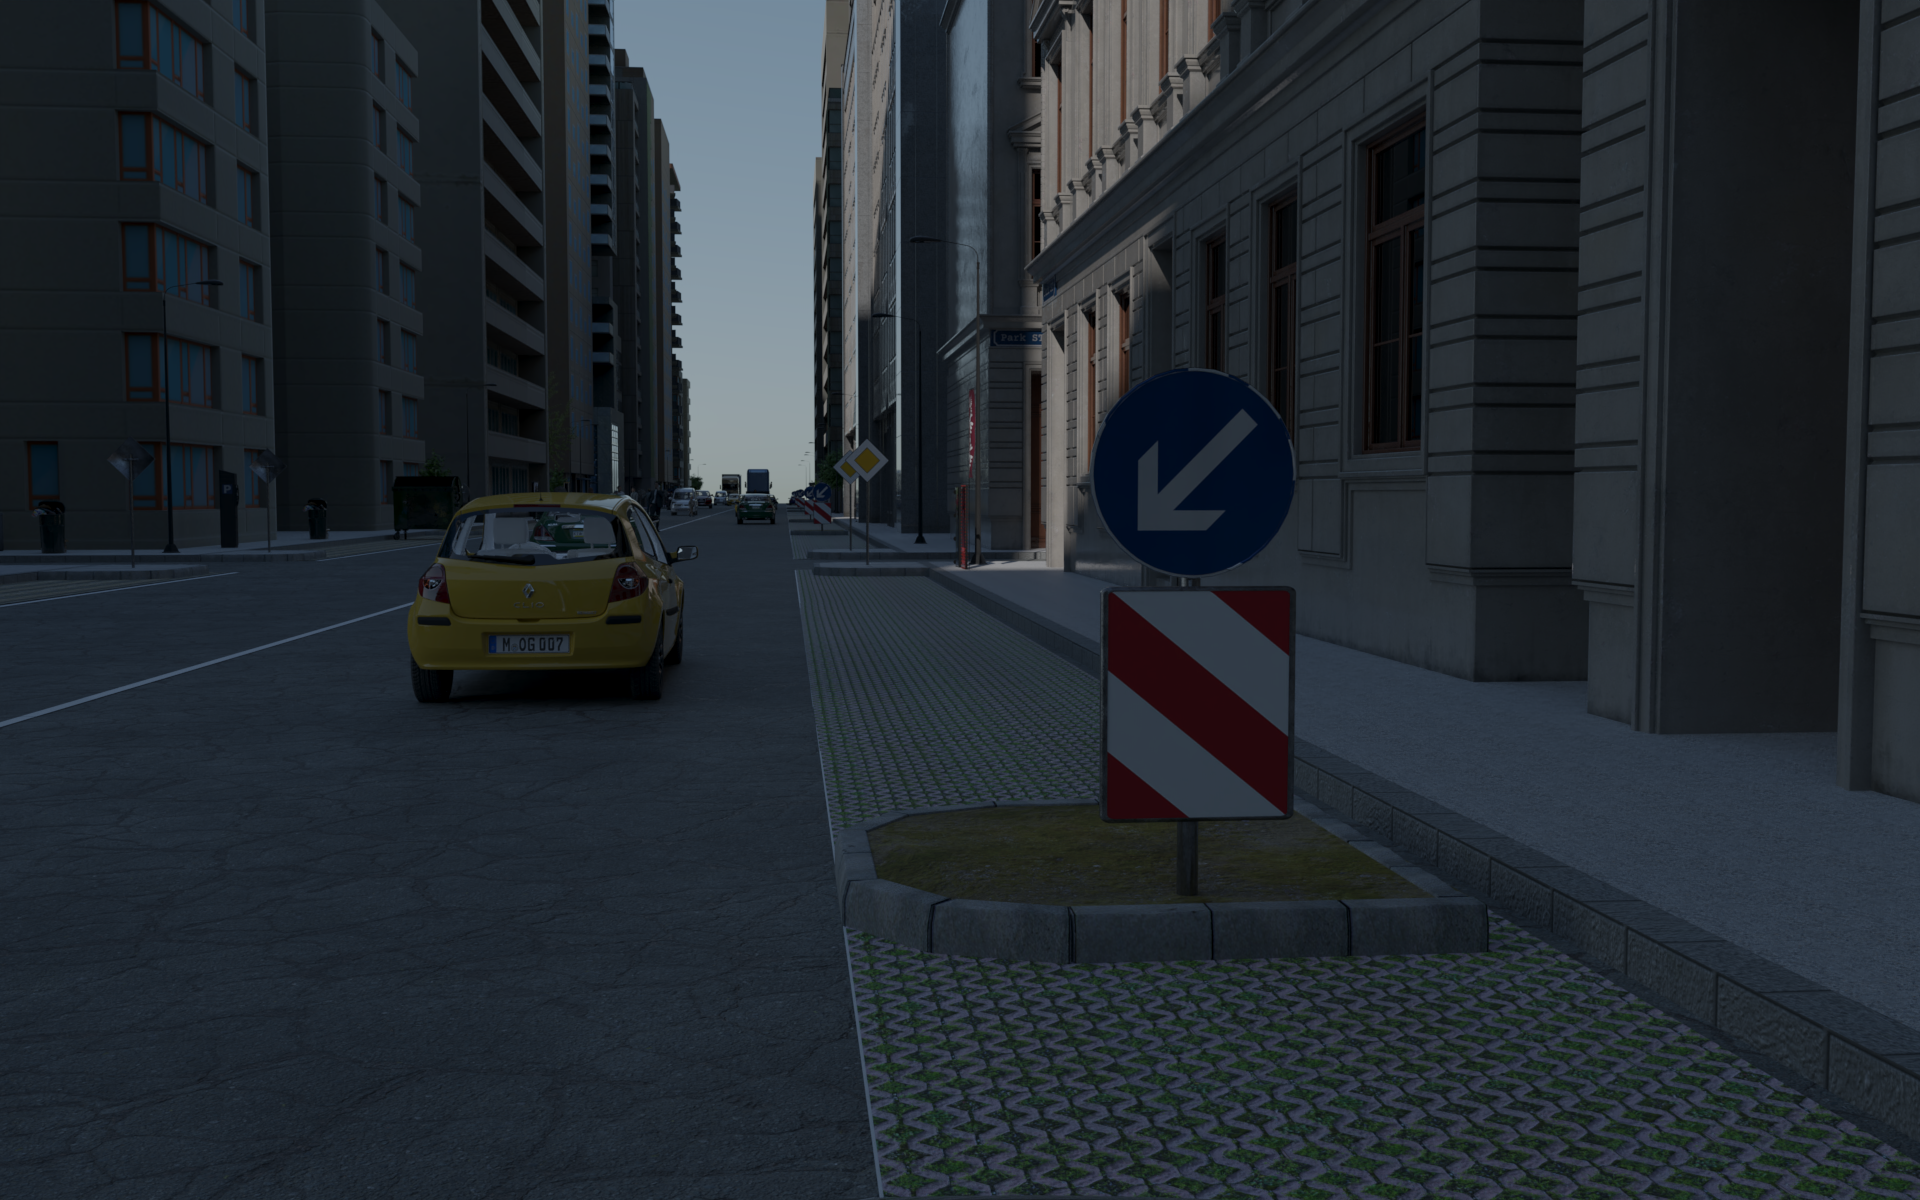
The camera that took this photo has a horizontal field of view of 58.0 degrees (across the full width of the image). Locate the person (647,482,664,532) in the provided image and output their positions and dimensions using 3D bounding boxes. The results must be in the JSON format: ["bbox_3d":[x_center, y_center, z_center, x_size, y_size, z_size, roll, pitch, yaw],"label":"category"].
[{"bbox_3d":[-11.496,-3.526,65.509,0.648,1.900,0.474,-1,4,-14],"label":"person"}]

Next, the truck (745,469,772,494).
[{"bbox_3d":[-20.979,-11.581,179.107,2.967,4.110,18.799,0,4,-6],"label":"truck"}]

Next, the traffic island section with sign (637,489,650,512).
[{"bbox_3d":[-25.278,-7.887,137.581,1.989,1.847,2.006,0,4,-6],"label":"traffic island section with sign"}]

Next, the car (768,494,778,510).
[{"bbox_3d":[-17.650,-8.981,158.838,2.014,1.417,4.499,0,4,-5],"label":"car"}]

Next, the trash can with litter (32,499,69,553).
[{"bbox_3d":[-19.711,-1.601,37.564,0.624,1.170,1.055,-1,4,-21],"label":"trash can with litter"}]

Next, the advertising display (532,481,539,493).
[{"bbox_3d":[-21.853,-5.132,89.121,0.123,1.923,0.974,0,4,0],"label":"advertising display"}]

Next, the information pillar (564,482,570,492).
[{"bbox_3d":[-24.751,-6.398,109.091,0.304,2.012,0.304,0,4,1],"label":"information pillar"}]

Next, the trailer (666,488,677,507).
[{"bbox_3d":[-28.347,-10.037,171.161,1.471,1.999,3.904,0,4,-6],"label":"trailer"}]

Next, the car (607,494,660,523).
[{"bbox_3d":[-6.216,-1.083,29.509,2.131,1.459,4.920,0,4,-7],"label":"car"}]

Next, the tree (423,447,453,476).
[{"bbox_3d":[-22.049,-4.752,72.292,1.663,3.219,1.824,0,3,0],"label":"tree"}]

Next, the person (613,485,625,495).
[{"bbox_3d":[-15.863,-4.389,80.359,0.679,1.850,0.850,0,4,-7],"label":"person"}]

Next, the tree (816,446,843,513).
[{"bbox_3d":[-8.019,-8.155,117.041,4.285,4.588,4.351,0,3,0],"label":"tree"}]

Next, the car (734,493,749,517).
[{"bbox_3d":[-13.512,-6.161,110.956,2.015,1.641,3.980,0,4,-5],"label":"car"}]

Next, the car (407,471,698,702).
[{"bbox_3d":[-3.067,-0.195,13.406,2.015,1.641,3.980,0,4,-6],"label":"car"}]

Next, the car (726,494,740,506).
[{"bbox_3d":[-27.082,-12.098,208.023,2.015,1.641,3.980,0,4,-6],"label":"car"}]

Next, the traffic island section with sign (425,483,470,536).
[{"bbox_3d":[-17.459,-3.166,60.397,1.989,1.847,2.006,0,4,-6],"label":"traffic island section with sign"}]

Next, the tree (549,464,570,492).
[{"bbox_3d":[-25.941,-7.126,111.119,1.663,3.219,1.824,0,3,0],"label":"tree"}]

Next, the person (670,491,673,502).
[{"bbox_3d":[-25.650,-8.886,154.574,1.217,1.735,0.721,3,5,40],"label":"person"}]

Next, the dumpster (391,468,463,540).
[{"bbox_3d":[-16.624,-3.003,54.054,1.985,2.255,1.502,0,4,-4],"label":"dumpster"}]

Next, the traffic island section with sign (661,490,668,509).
[{"bbox_3d":[-28.001,-9.527,164.398,1.989,1.847,2.006,0,4,-6],"label":"traffic island section with sign"}]

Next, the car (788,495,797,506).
[{"bbox_3d":[-20.461,-12.444,216.042,1.945,1.354,3.894,0,4,-7],"label":"car"}]

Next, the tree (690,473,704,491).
[{"bbox_3d":[-41.641,-17.551,270.675,4.285,4.588,4.351,0,3,0],"label":"tree"}]

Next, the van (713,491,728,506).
[{"bbox_3d":[-30.144,-12.923,218.306,2.013,2.044,4.112,0,4,-4],"label":"van"}]

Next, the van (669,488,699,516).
[{"bbox_3d":[-18.579,-6.710,116.727,2.013,2.044,4.112,0,4,-6],"label":"van"}]

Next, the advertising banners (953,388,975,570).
[{"bbox_3d":[0.075,-2.042,29.580,0.090,3.025,2.074,-1,4,-8],"label":"advertising banners"}]

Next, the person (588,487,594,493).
[{"bbox_3d":[-17.814,-4.534,83.226,0.643,1.750,0.593,0,4,4],"label":"person"}]

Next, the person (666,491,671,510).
[{"bbox_3d":[-25.569,-8.738,152.162,0.445,1.727,0.742,0,4,0],"label":"person"}]

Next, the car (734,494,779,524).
[{"bbox_3d":[-9.823,-4.389,83.565,2.131,1.459,4.920,0,4,-6],"label":"car"}]

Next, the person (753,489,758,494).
[{"bbox_3d":[-17.560,-8.574,148.641,1.348,1.831,0.705,-1,4,-16],"label":"person"}]

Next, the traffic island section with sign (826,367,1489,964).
[{"bbox_3d":[0.555,0.148,6.213,1.989,1.847,2.006,0,4,-6],"label":"traffic island section with sign"}]

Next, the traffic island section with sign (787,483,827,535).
[{"bbox_3d":[-4.940,-3.175,60.535,1.989,1.847,2.006,0,4,-6],"label":"traffic island section with sign"}]

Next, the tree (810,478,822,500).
[{"bbox_3d":[-17.006,-12.824,204.277,1.663,3.219,1.824,0,3,0],"label":"tree"}]

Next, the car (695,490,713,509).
[{"bbox_3d":[-25.629,-9.987,171.960,2.281,1.827,5.304,0,4,-7],"label":"car"}]

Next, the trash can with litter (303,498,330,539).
[{"bbox_3d":[-18.278,-2.315,49.233,0.624,1.170,1.055,-1,4,-13],"label":"trash can with litter"}]

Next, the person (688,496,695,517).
[{"bbox_3d":[-16.825,-5.865,108.667,0.640,1.303,0.475,2,4,34],"label":"person"}]

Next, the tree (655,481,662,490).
[{"bbox_3d":[-33.264,-11.869,188.664,1.663,3.219,1.824,0,3,0],"label":"tree"}]

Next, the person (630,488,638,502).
[{"bbox_3d":[-19.881,-5.925,105.477,0.635,1.810,0.391,2,4,28],"label":"person"}]

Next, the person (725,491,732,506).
[{"bbox_3d":[-28.289,-12.491,212.804,1.350,1.814,0.705,-3,5,-40],"label":"person"}]

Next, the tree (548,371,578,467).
[{"bbox_3d":[-24.658,-9.237,101.387,4.737,8.622,4.395,0,3,0],"label":"tree"}]

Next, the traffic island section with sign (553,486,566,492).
[{"bbox_3d":[-20.227,-4.832,87.634,1.989,1.847,2.006,0,4,-6],"label":"traffic island section with sign"}]

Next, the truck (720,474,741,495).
[{"bbox_3d":[-32.306,-15.647,244.745,2.839,4.237,11.283,0,4,-5],"label":"truck"}]

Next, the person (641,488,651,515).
[{"bbox_3d":[-21.154,-6.695,118.050,1.350,1.814,0.705,1,4,13],"label":"person"}]
